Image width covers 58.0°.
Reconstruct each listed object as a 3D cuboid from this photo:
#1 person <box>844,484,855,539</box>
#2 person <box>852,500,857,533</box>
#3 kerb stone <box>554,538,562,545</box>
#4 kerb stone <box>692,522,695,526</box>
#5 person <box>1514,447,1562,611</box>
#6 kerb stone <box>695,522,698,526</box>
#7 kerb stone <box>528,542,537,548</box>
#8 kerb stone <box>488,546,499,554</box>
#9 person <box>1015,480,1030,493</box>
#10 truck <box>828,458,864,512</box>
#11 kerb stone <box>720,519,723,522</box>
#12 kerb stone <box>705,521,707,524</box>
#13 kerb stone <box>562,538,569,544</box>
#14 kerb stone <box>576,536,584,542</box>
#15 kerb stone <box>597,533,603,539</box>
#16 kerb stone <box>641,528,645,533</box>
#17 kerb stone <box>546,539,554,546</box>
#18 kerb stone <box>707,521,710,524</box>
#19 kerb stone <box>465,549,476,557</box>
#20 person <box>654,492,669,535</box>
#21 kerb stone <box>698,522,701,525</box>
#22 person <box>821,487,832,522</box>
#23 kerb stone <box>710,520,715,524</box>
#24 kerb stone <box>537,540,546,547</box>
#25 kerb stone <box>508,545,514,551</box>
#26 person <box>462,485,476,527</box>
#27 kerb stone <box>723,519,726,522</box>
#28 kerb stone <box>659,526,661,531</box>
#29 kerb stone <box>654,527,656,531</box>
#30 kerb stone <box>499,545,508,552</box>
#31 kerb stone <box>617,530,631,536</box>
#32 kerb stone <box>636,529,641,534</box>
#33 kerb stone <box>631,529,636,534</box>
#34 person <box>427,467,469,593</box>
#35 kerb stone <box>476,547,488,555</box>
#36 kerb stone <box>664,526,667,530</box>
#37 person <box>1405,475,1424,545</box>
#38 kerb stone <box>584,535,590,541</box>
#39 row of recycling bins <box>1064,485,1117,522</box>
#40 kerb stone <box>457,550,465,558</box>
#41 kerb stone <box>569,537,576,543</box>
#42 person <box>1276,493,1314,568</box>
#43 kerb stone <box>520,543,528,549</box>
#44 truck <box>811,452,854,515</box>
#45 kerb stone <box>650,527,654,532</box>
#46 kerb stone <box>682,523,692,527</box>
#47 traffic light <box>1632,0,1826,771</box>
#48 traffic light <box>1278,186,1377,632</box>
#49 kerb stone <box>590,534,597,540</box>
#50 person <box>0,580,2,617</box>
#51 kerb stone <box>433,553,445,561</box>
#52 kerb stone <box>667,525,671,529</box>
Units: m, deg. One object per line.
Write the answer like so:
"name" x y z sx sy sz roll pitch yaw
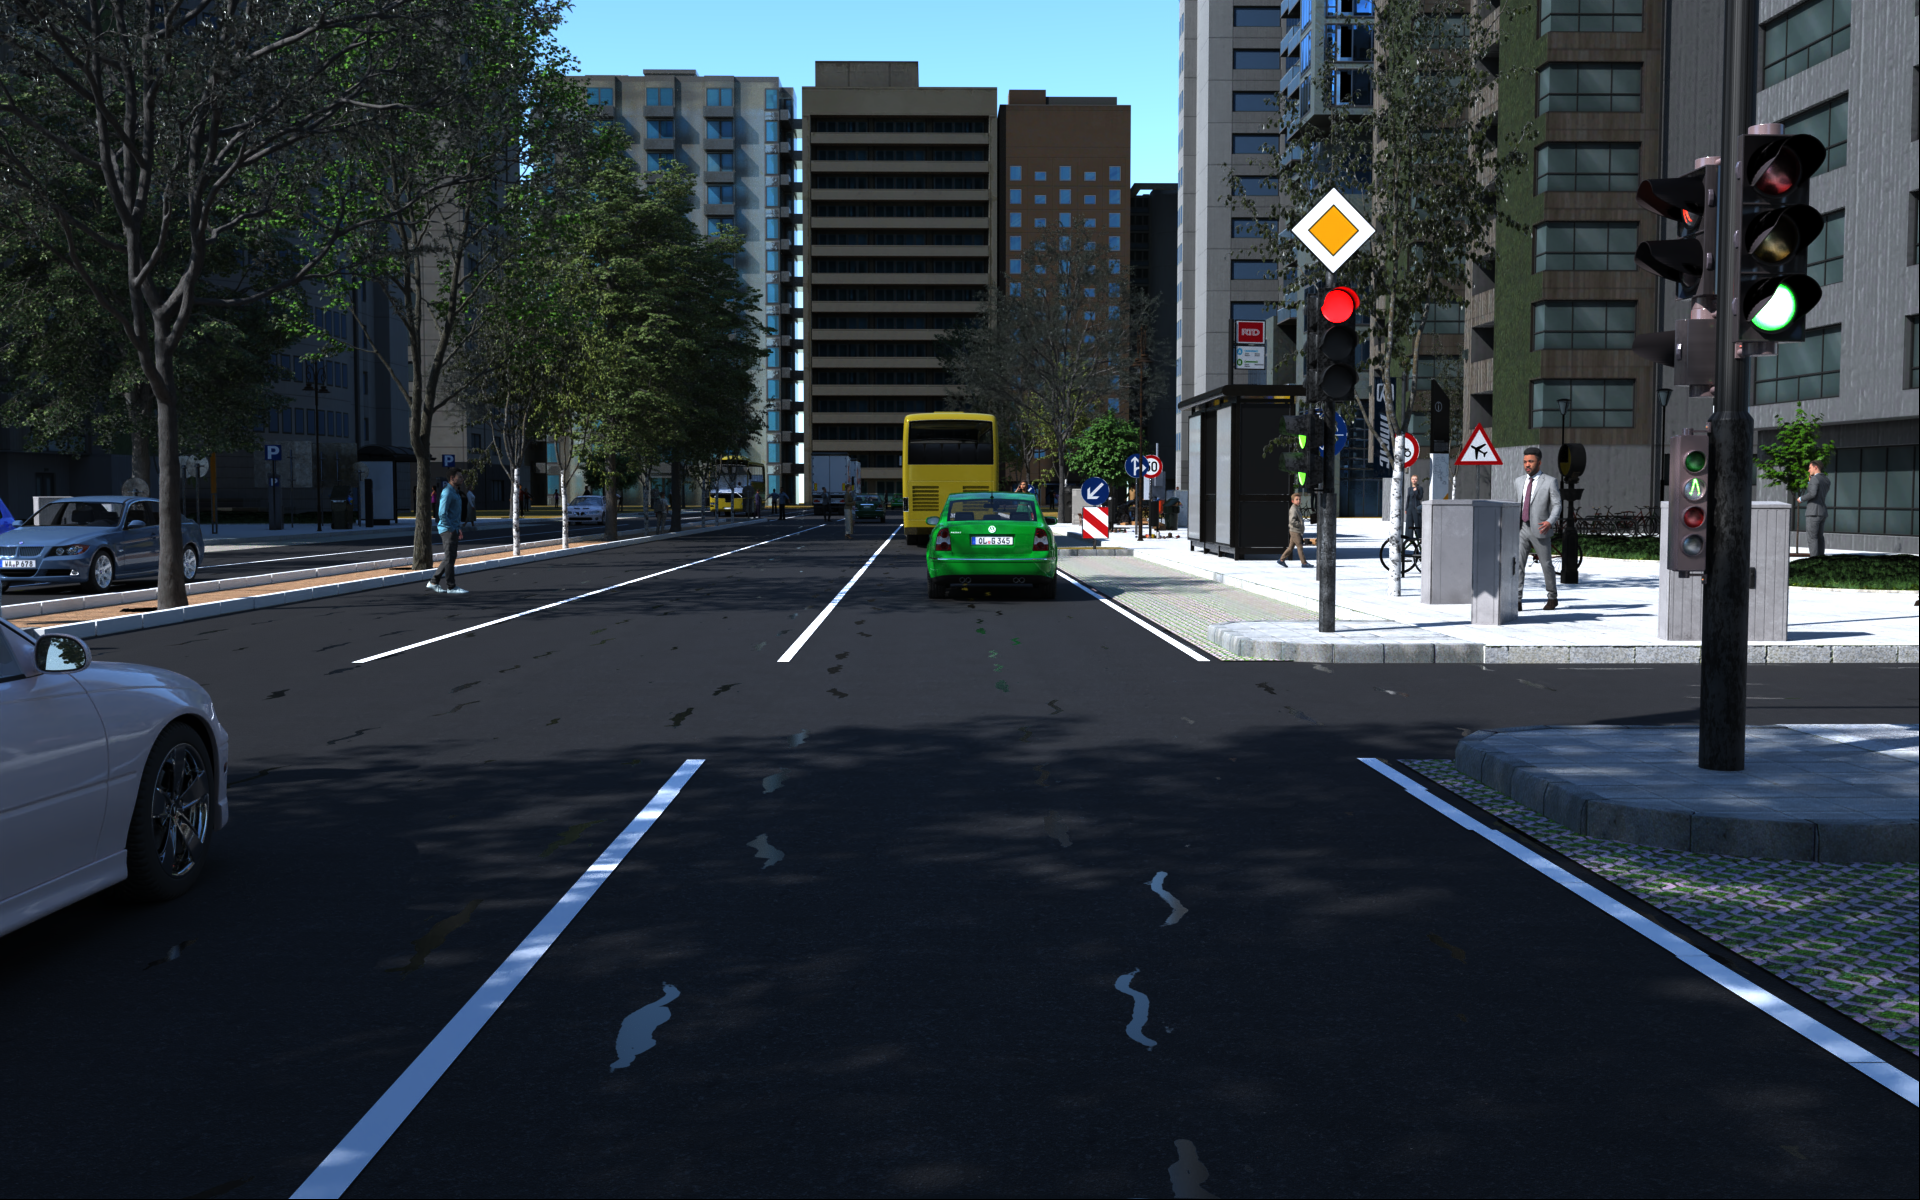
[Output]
"person" -3.555 -2.856 55.744 0.362 1.759 0.519 0 4 -2
"person" -4.027 -3.112 64.395 0.382 1.210 0.505 1 4 19
"kerb stone" -11.440 -1.620 48.684 0.120 0.150 1.000 0 4 -1
"kerb stone" -11.935 -3.315 76.396 0.120 0.150 1.000 0 4 -1
"person" 6.310 -0.776 19.006 0.850 1.792 0.678 -3 5 -42
"kerb stone" -11.955 -3.378 77.418 0.120 0.150 1.000 0 4 -1
"kerb stone" -11.379 -1.432 45.601 0.120 0.150 1.000 0 4 -1
"kerb stone" -11.301 -1.181 41.497 0.120 0.150 1.000 0 4 -1
"person" 1.658 -2.201 44.735 0.600 1.795 0.529 1 4 12
"truck" -9.393 -9.288 140.768 2.839 4.237 11.283 0 4 -1
"kerb stone" -12.123 -3.942 86.646 0.120 0.150 1.000 0 4 -1
"kerb stone" -12.010 -3.565 80.486 0.120 0.150 1.000 0 4 -1
"kerb stone" -11.460 -1.683 49.717 0.120 0.150 1.000 0 4 -1
"kerb stone" -11.491 -1.810 51.784 0.120 0.150 1.000 0 4 -1
"kerb stone" -11.546 -1.998 54.856 0.120 0.150 1.000 0 4 -1
"kerb stone" -11.699 -2.500 63.068 0.120 0.150 1.000 0 4 -1
"kerb stone" -11.422 -1.557 47.662 0.120 0.150 1.000 0 4 -1
"kerb stone" -12.030 -3.628 81.514 0.120 0.150 1.000 0 4 -1
"kerb stone" -11.266 -1.048 39.453 0.120 0.150 1.000 0 4 -1
"person" -9.973 -2.848 57.661 0.503 1.515 0.523 -2 4 -27
"kerb stone" -11.980 -3.440 78.440 0.120 0.150 1.000 0 4 -1
"person" -6.954 -4.999 90.420 0.592 1.802 0.473 -1 4 -16
"kerb stone" -12.064 -3.754 83.576 0.120 0.150 1.000 0 4 -1
"kerb stone" -11.395 -1.493 46.634 0.120 0.150 1.000 0 4 -1
"kerb stone" -11.342 -1.306 43.546 0.120 0.150 1.000 0 4 -1
"person" -19.802 -3.741 69.891 0.641 1.798 0.478 0 4 7
"kerb stone" -12.160 -4.067 88.690 0.120 0.150 1.000 0 4 -1
"kerb stone" -11.775 -2.751 67.178 0.120 0.150 1.000 0 4 -1
"kerb stone" -11.748 -2.688 66.146 0.120 0.150 1.000 0 4 -1
"kerb stone" -11.335 -1.243 42.520 0.120 0.150 1.000 0 4 -1
"kerb stone" -11.635 -2.307 59.991 0.120 0.150 1.000 0 4 -1
"kerb stone" -11.675 -2.433 62.042 0.120 0.150 1.000 0 4 -1
"kerb stone" -11.659 -2.374 61.018 0.120 0.150 1.000 0 4 -1
"person" -7.421 -1.010 25.038 0.620 1.820 0.660 -1 4 -10
"kerb stone" -11.283 -1.118 40.475 0.120 0.150 1.000 0 4 -1
"kerb stone" -11.784 -2.814 68.200 0.120 0.150 1.000 0 4 -1
"person" 11.580 -2.304 44.129 0.576 1.772 0.534 2 4 33
"kerb stone" -11.511 -1.871 52.806 0.120 0.150 1.000 0 4 -1
"row of recycling bins" 5.977 -4.387 78.833 1.069 1.692 3.534 3 5 42
"kerb stone" -11.245 -0.993 38.425 0.120 0.150 1.000 0 4 -1
"kerb stone" -11.477 -1.747 50.751 0.120 0.150 1.000 0 4 -1
"person" 5.836 -1.212 30.126 0.640 1.303 0.475 0 4 8
"kerb stone" -11.369 -1.360 44.576 0.120 0.150 1.000 0 4 -1
"truck" -8.984 -8.142 122.035 2.839 4.237 11.283 0 4 -2
"kerb stone" -11.737 -2.625 65.116 0.120 0.150 1.000 0 4 -1
"kerb stone" -11.920 -3.246 75.374 0.120 0.150 1.000 0 4 -1
"traffic light" 1.450 -2.029 7.842 4.771 5.953 1.251 0 4 -1
"traffic light" 3.396 -1.657 16.005 0.839 4.253 0.868 0 4 -1
"kerb stone" -11.529 -1.935 53.828 0.120 0.150 1.000 0 4 -1
"person" -4.605 0.044 8.002 0.641 1.798 0.478 -3 5 -44
"kerb stone" -11.227 -0.930 37.403 0.120 0.150 1.000 0 4 -1
"kerb stone" -11.801 -2.876 69.222 0.120 0.150 1.000 0 4 -1
